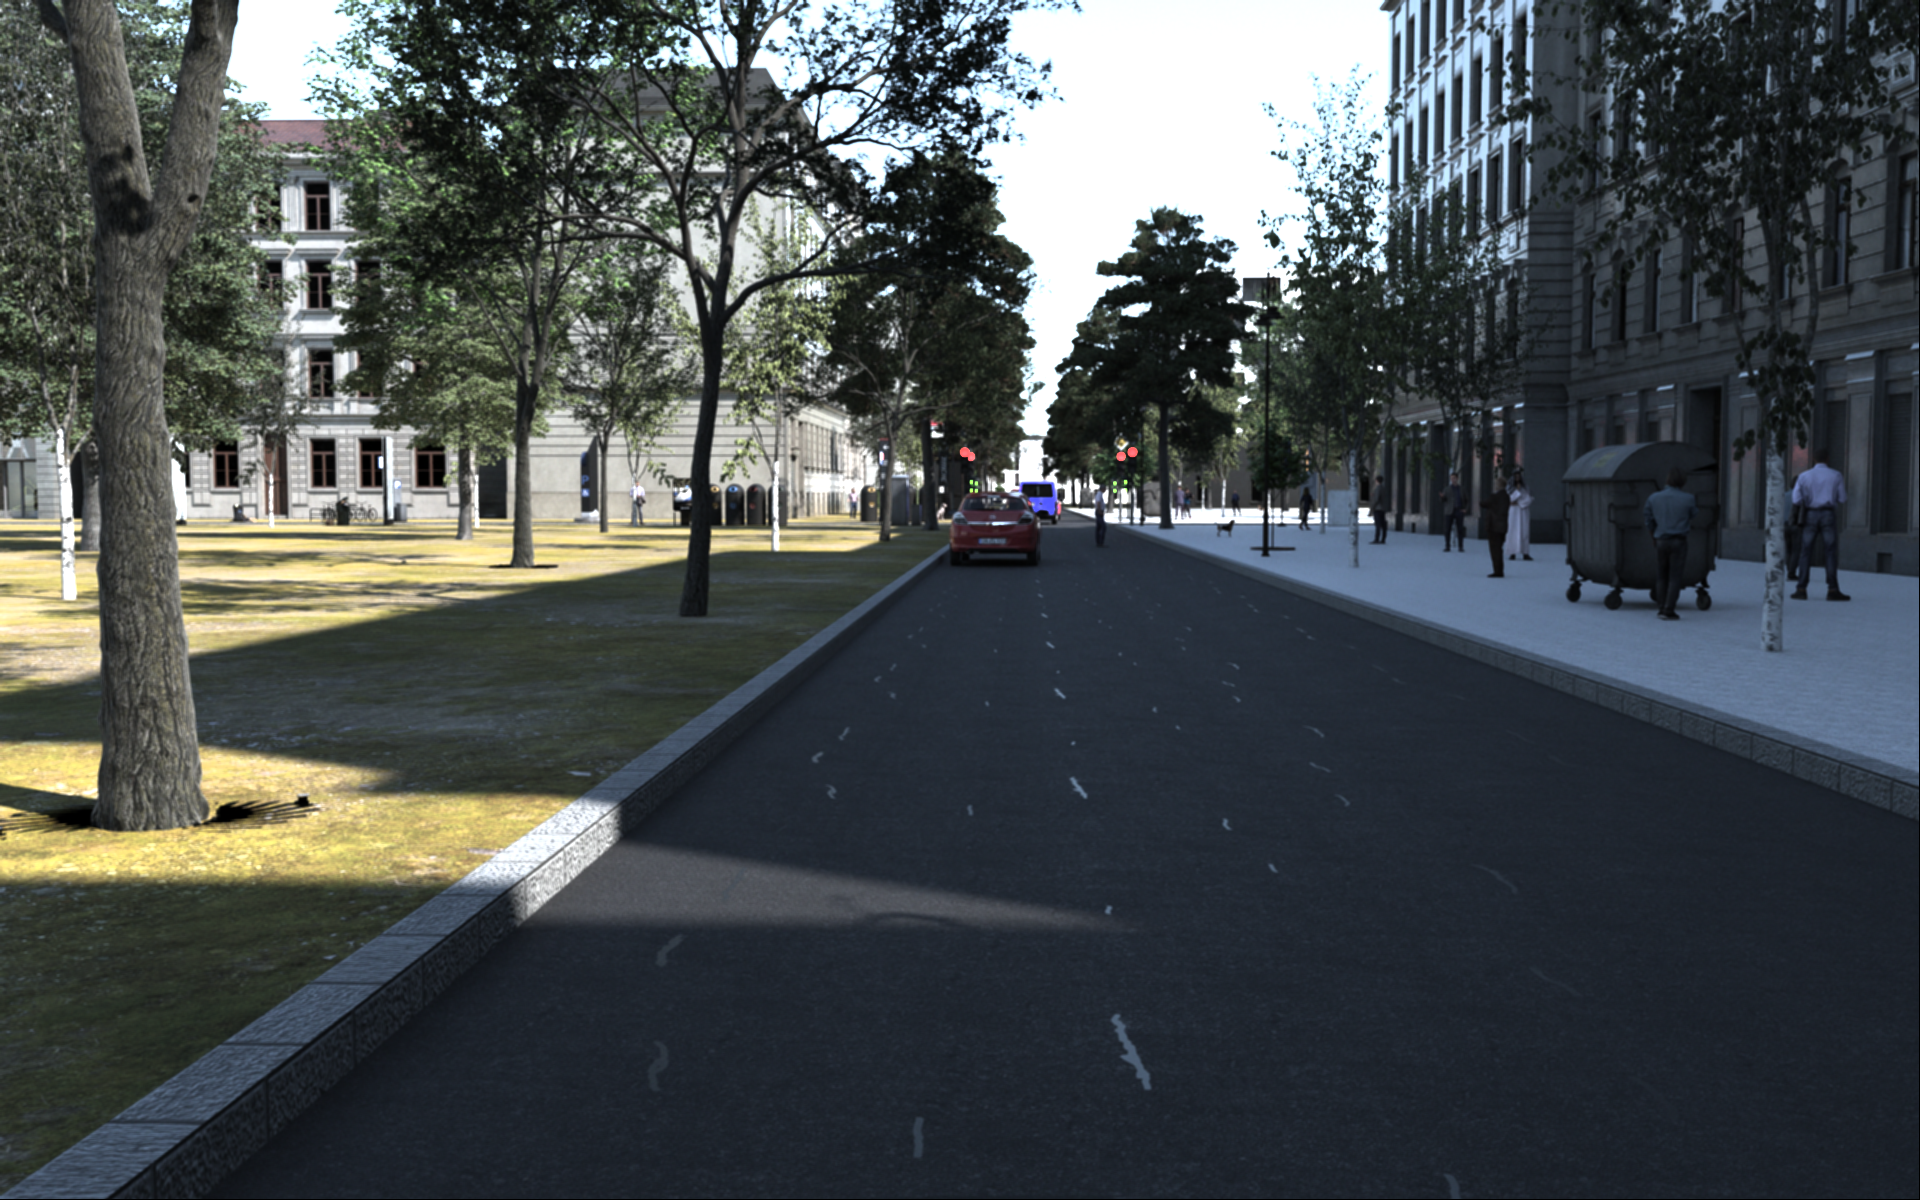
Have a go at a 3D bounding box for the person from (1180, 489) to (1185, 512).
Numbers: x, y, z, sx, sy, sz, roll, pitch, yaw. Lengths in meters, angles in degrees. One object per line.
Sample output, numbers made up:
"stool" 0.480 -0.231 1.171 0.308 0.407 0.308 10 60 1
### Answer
"person" 13.345 -5.882 103.924 0.593 1.614 0.444 0 4 4

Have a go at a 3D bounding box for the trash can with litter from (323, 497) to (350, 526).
"trash can with litter" -25.318 -3.605 70.335 1.055 1.170 0.624 0 4 -7

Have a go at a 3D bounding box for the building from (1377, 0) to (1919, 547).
"building" 19.441 -12.454 52.768 9.793 20.994 18.267 0 4 2

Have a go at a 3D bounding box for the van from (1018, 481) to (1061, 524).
"van" 3.756 -4.838 83.487 2.240 2.365 5.245 0 4 3

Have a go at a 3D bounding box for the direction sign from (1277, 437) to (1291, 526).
"direction sign" 12.774 -4.688 68.640 0.379 3.537 0.876 -2 4 -35

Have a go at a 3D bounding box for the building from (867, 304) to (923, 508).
"building" -12.914 -18.589 170.386 16.747 18.905 31.486 0 4 2

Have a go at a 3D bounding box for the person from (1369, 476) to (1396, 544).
"person" 10.708 -2.335 44.756 0.617 1.759 0.750 -2 4 -33

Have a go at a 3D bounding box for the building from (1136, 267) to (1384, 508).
"building" 32.713 -20.081 172.300 27.936 21.610 32.646 0 4 2

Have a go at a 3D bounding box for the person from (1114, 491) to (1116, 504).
"person" 20.286 -13.623 228.408 0.705 1.869 1.348 -1 4 -18

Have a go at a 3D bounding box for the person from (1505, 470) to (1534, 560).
"person" 10.833 -1.650 33.682 0.551 1.740 0.621 -1 4 -13

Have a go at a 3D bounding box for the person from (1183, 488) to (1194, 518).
"person" 12.035 -5.104 91.362 0.647 1.594 0.662 1 4 21

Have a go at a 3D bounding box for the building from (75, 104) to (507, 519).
"building" -34.800 -15.695 92.777 21.152 22.565 11.583 0 4 2

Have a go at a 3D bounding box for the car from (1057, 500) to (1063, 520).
"car" 4.796 -5.468 98.437 2.155 1.783 4.494 0 4 2

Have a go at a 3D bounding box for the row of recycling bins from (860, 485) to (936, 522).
"row of recycling bins" -2.851 -4.424 79.445 3.534 1.692 1.069 1 4 8

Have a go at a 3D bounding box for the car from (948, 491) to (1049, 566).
"car" 0.781 -1.664 36.246 2.155 1.783 4.494 0 4 4

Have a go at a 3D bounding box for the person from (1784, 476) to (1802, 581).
"person" 12.308 -1.059 25.578 0.429 1.552 0.499 -1 4 -9

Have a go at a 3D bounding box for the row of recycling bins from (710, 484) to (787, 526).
"row of recycling bins" -8.792 -3.889 70.699 3.534 1.692 1.069 0 4 4

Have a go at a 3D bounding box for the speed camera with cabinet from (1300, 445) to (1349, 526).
"speed camera with cabinet" 14.637 -4.573 69.099 2.038 3.252 0.660 1 4 14

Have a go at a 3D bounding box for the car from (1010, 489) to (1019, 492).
"car" 4.249 -6.896 121.430 2.281 1.827 5.304 0 4 0

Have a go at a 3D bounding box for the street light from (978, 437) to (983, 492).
"street light" 1.248 -8.625 113.812 0.468 5.910 1.993 0 4 2

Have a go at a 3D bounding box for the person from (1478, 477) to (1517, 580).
"person" 8.242 -1.124 26.689 0.482 1.546 0.388 -3 5 -41

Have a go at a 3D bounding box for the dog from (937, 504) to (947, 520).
"dog" -1.090 -4.283 84.405 0.800 0.831 0.513 2 4 24

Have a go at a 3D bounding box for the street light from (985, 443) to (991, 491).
"street light" 2.416 -10.719 148.047 0.468 5.910 1.993 0 4 2

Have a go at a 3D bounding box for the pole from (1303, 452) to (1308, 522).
"pole" 15.960 -5.261 79.864 0.158 3.312 0.155 0 3 0

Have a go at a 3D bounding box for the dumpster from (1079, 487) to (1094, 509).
"dumpster" 10.582 -8.500 144.734 1.264 1.857 1.865 0 4 2

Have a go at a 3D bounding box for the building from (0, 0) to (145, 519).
"building" -60.531 -19.294 92.957 29.804 29.767 11.434 0 4 2

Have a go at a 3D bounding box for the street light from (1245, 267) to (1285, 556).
"street light" 6.297 -3.837 35.522 0.468 5.910 1.993 0 4 2

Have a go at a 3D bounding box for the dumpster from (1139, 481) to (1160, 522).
"dumpster" 8.948 -4.539 79.966 1.264 1.857 1.865 0 4 2

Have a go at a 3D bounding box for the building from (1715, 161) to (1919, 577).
"building" 19.765 -11.337 34.513 9.793 20.994 18.267 0 4 2

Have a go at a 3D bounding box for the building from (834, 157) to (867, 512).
"building" -13.998 -20.863 128.494 14.401 28.519 23.554 0 4 2

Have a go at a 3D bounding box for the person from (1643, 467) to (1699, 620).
"person" 7.238 -0.576 17.675 0.429 1.552 0.499 -2 4 -29

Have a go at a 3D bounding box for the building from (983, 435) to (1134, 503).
"building" 17.218 -18.807 249.646 28.070 9.664 9.099 0 4 2

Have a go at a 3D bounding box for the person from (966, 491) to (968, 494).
"person" 0.495 -4.572 81.496 0.504 1.737 0.576 -3 5 -41

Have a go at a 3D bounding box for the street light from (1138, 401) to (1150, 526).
"street light" 7.382 -5.955 70.146 0.468 5.910 1.993 0 4 2

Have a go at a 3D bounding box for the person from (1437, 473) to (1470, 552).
"person" 10.949 -1.947 38.404 0.617 1.759 0.750 1 4 22

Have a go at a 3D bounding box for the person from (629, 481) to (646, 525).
"person" -13.418 -4.041 71.976 0.709 1.838 0.599 -1 4 -14

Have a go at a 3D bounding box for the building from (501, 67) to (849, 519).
"building" -15.460 -16.432 101.943 16.112 22.955 30.059 0 4 2

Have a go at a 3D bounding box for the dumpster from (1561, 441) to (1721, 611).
"dumpster" 7.769 -0.859 19.800 1.264 1.857 1.865 0 4 2

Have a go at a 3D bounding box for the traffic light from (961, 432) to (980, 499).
"traffic light" 0.506 -5.474 78.742 0.839 4.213 0.868 0 4 2

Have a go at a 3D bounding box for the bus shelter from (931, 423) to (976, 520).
"bus shelter" -0.369 -6.934 91.000 2.179 5.291 8.768 0 4 2

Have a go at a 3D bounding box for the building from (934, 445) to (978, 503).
"building" -13.003 -25.487 260.682 32.646 21.610 27.936 0 4 2

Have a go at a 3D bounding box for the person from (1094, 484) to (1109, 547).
"person" 3.887 -2.318 47.342 0.436 1.711 0.756 1 4 13

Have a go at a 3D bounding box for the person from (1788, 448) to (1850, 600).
"person" 10.463 -0.926 21.053 0.709 1.838 0.599 2 4 31

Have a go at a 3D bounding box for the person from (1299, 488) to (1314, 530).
"person" 12.380 -3.269 62.036 0.480 1.512 0.613 2 4 32

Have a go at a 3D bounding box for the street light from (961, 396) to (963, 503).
"street light" 0.107 -6.531 79.576 0.468 5.910 1.993 0 4 2

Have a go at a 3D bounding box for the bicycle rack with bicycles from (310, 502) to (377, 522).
"bicycle rack with bicycles" -28.892 -4.109 80.559 2.925 0.926 2.852 3 5 41
